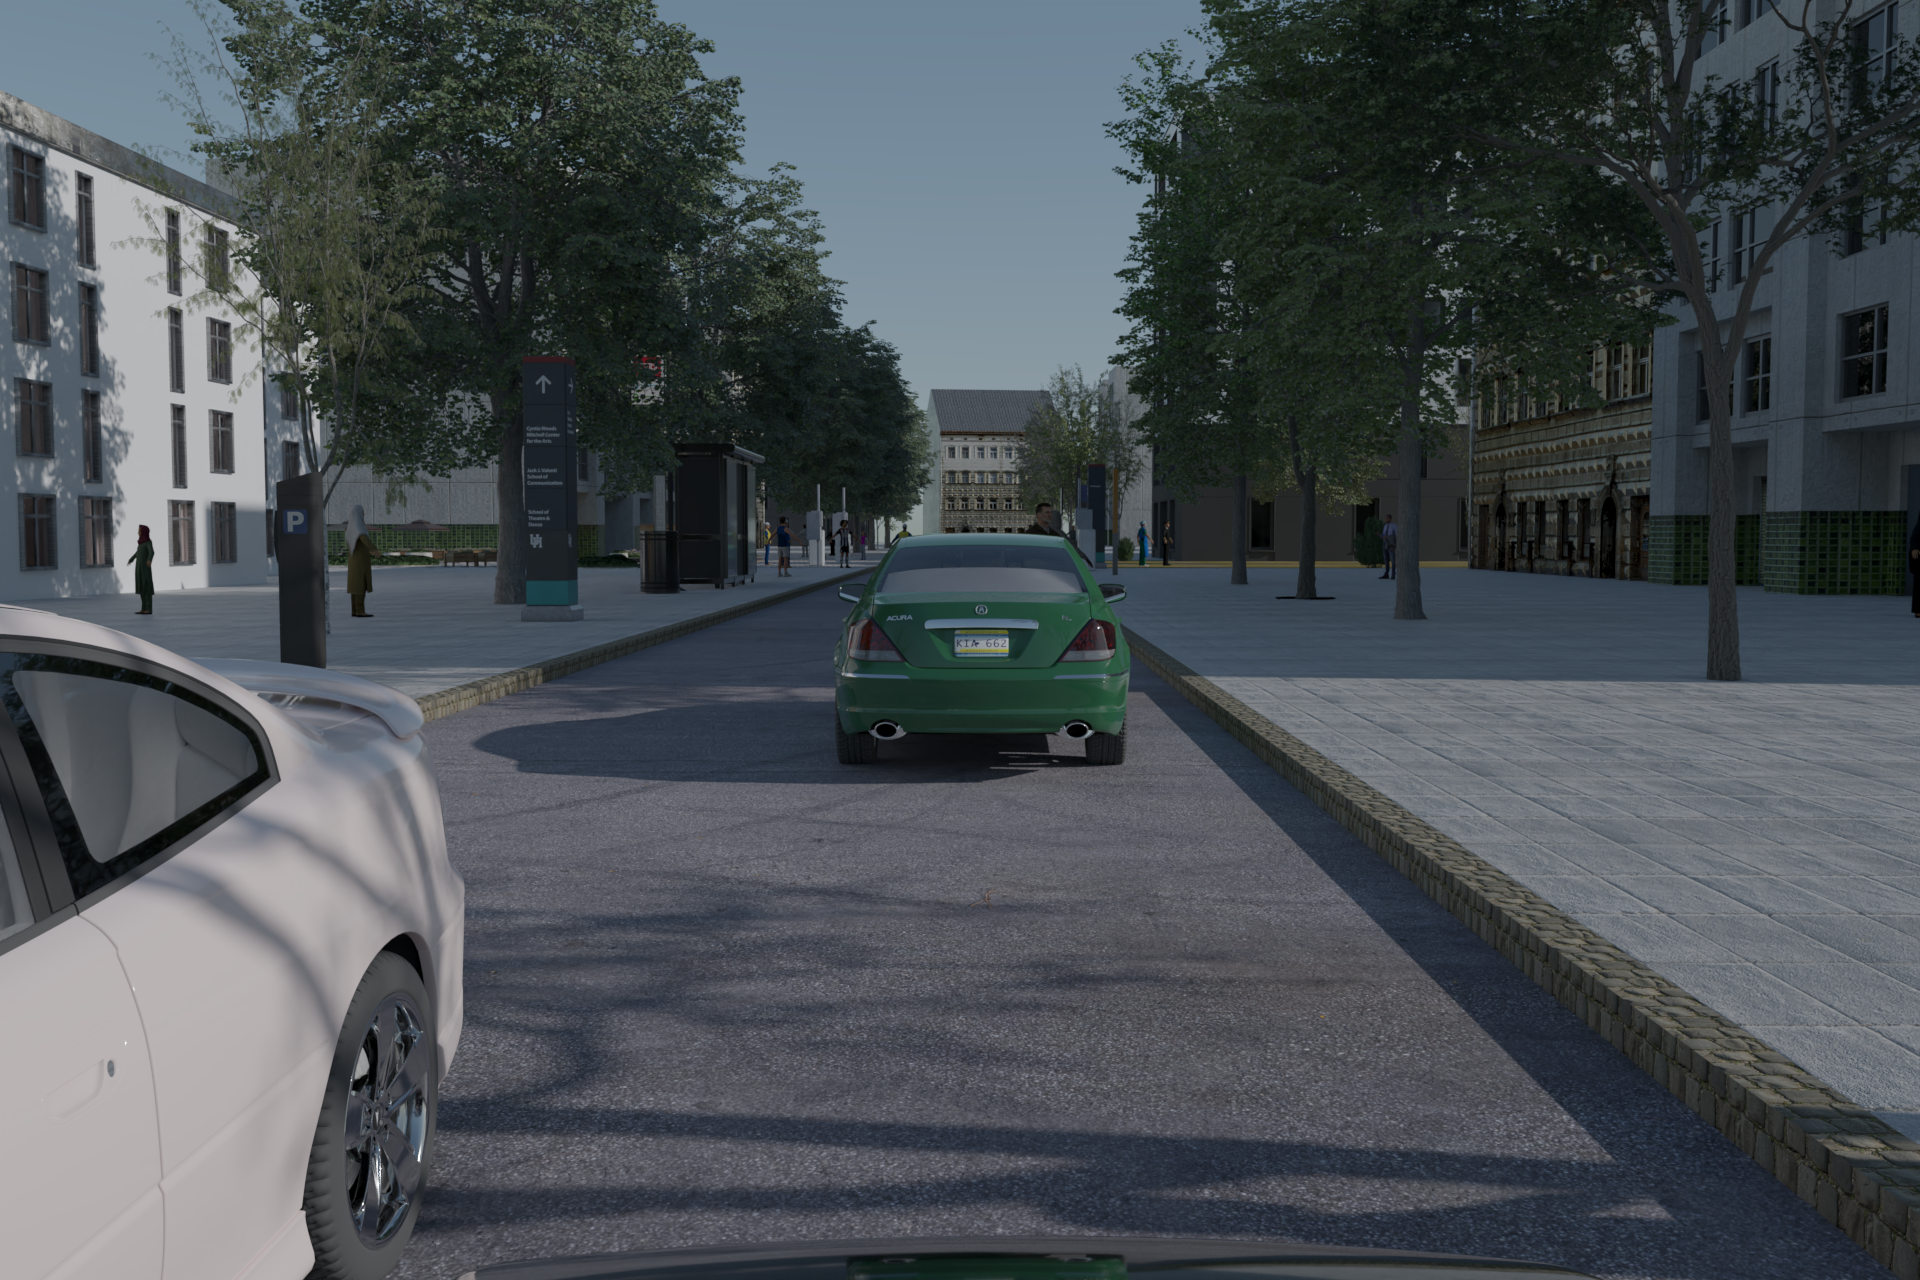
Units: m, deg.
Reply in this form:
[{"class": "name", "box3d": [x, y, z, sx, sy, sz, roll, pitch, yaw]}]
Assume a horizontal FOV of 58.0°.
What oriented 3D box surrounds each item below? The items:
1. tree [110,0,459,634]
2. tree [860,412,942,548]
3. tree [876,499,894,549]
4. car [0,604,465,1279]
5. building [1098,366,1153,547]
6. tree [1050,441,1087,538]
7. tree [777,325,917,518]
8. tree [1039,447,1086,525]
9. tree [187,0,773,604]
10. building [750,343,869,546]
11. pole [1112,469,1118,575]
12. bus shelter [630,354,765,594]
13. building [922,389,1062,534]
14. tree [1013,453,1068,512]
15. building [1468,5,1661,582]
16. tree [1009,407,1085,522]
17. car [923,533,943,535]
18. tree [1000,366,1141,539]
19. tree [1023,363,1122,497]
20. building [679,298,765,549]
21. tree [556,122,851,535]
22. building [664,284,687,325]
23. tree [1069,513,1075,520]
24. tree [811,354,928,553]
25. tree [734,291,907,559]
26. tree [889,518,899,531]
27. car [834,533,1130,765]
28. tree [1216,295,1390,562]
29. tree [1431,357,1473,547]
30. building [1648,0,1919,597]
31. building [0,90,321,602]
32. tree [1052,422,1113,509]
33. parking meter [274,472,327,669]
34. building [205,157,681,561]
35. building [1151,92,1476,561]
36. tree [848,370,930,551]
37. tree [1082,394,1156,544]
[{"class": "tree", "box3d": [-8.121, -4.391, 22.159, 4.360, 8.622, 3.978, 0, 3, 0]}, {"class": "tree", "box3d": [-6.489, -15.162, 154.553, 9.857, 13.997, 8.962, 0, 3, 0]}, {"class": "tree", "box3d": [-6.700, -11.886, 144.698, 4.737, 8.622, 4.395, 0, 3, 0]}, {"class": "car", "box3d": [-2.033, 0.634, 2.003, 2.083, 1.381, 4.827, 0, 4, 1]}, {"class": "building", "box3d": [24.691, -19.838, 190.811, 16.747, 18.905, 31.486, 0, 4, 0]}, {"class": "tree", "box3d": [8.482, -11.431, 137.264, 4.360, 8.622, 3.978, 0, 3, 0]}, {"class": "tree", "box3d": [-6.981, -12.079, 104.150, 9.857, 13.997, 8.962, 0, 3, 0]}, {"class": "tree", "box3d": [8.247, -11.821, 143.633, 4.360, 8.622, 3.978, 0, 3, 0]}, {"class": "tree", "box3d": [-8.370, -7.638, 31.535, 9.857, 13.997, 8.962, 0, 3, 0]}, {"class": "building", "box3d": [-24.889, -21.580, 196.804, 27.936, 21.610, 32.646, 0, 4, 1]}, {"class": "pole", "box3d": [4.850, -3.684, 54.081, 0.158, 3.312, 0.155, 0, 3, 0]}, {"class": "bus shelter", "box3d": [-6.241, -3.895, 41.320, 2.179, 5.291, 8.768, 0, 4, 0]}, {"class": "building", "box3d": [4.545, -26.203, 261.810, 18.063, 23.208, 19.493, -1, 4, -9]}, {"class": "tree", "box3d": [8.637, -14.271, 167.741, 7.601, 10.594, 8.767, -1, 4, -13]}, {"class": "building", "box3d": [27.679, -13.611, 53.469, 19.493, 23.208, 18.063, 0, 4, 1]}, {"class": "tree", "box3d": [8.231, -14.415, 153.805, 7.486, 12.596, 7.792, 0, 3, 0]}, {"class": "car", "box3d": [-0.914, -3.830, 71.414, 1.959, 1.807, 4.718, 0, 4, 1]}, {"class": "tree", "box3d": [8.092, -13.275, 127.422, 12.009, 13.543, 11.850, 0, 3, 0]}, {"class": "tree", "box3d": [5.070, -7.539, 73.624, 4.737, 8.622, 4.395, 0, 3, 0]}, {"class": "building", "box3d": [-26.446, -18.963, 140.974, 19.493, 23.208, 18.063, 0, 4, 1]}, {"class": "tree", "box3d": [-7.968, -8.922, 52.525, 9.857, 13.997, 8.962, 0, 3, 0]}, {"class": "building", "box3d": [-25.398, -15.910, 116.552, 16.016, 20.090, 11.380, 0, 4, 1]}, {"class": "tree", "box3d": [17.925, -18.924, 259.769, 4.737, 8.622, 4.395, 0, 3, 0]}, {"class": "tree", "box3d": [-7.126, -12.914, 117.804, 9.857, 13.997, 8.962, 0, 3, 0]}, {"class": "tree", "box3d": [-7.174, -11.091, 87.995, 9.857, 13.997, 8.962, 0, 3, 0]}, {"class": "tree", "box3d": [-6.797, -13.197, 166.141, 4.360, 8.622, 3.978, 0, 3, 0]}, {"class": "car", "box3d": [0.155, -0.025, 12.200, 2.131, 1.459, 4.920, 0, 4, 1]}, {"class": "tree", "box3d": [14.217, -9.495, 73.374, 7.486, 12.596, 7.792, 0, 3, 0]}, {"class": "tree", "box3d": [21.196, -7.468, 72.466, 4.360, 8.622, 3.978, 0, 3, 0]}, {"class": "building", "box3d": [25.806, -9.897, 28.277, 16.747, 18.905, 31.486, 0, 4, 1]}, {"class": "building", "box3d": [-22.565, -6.302, 45.184, 9.099, 9.664, 28.070, 0, 4, 0]}, {"class": "tree", "box3d": [7.843, -10.033, 114.402, 4.360, 8.622, 3.978, 0, 3, 0]}, {"class": "parking meter", "box3d": [-6.249, -0.654, 16.400, 0.399, 1.863, 0.255, 0, 4, 0]}, {"class": "building", "box3d": [-26.779, -14.131, 97.506, 16.747, 18.905, 31.486, 0, 4, 1]}, {"class": "building", "box3d": [24.455, -15.455, 96.667, 27.936, 21.610, 32.646, 0, 4, 1]}, {"class": "tree", "box3d": [-6.998, -13.947, 134.690, 9.857, 13.997, 8.962, 0, 3, 0]}, {"class": "tree", "box3d": [8.084, -8.449, 88.506, 4.360, 8.622, 3.978, 0, 3, 0]}]
